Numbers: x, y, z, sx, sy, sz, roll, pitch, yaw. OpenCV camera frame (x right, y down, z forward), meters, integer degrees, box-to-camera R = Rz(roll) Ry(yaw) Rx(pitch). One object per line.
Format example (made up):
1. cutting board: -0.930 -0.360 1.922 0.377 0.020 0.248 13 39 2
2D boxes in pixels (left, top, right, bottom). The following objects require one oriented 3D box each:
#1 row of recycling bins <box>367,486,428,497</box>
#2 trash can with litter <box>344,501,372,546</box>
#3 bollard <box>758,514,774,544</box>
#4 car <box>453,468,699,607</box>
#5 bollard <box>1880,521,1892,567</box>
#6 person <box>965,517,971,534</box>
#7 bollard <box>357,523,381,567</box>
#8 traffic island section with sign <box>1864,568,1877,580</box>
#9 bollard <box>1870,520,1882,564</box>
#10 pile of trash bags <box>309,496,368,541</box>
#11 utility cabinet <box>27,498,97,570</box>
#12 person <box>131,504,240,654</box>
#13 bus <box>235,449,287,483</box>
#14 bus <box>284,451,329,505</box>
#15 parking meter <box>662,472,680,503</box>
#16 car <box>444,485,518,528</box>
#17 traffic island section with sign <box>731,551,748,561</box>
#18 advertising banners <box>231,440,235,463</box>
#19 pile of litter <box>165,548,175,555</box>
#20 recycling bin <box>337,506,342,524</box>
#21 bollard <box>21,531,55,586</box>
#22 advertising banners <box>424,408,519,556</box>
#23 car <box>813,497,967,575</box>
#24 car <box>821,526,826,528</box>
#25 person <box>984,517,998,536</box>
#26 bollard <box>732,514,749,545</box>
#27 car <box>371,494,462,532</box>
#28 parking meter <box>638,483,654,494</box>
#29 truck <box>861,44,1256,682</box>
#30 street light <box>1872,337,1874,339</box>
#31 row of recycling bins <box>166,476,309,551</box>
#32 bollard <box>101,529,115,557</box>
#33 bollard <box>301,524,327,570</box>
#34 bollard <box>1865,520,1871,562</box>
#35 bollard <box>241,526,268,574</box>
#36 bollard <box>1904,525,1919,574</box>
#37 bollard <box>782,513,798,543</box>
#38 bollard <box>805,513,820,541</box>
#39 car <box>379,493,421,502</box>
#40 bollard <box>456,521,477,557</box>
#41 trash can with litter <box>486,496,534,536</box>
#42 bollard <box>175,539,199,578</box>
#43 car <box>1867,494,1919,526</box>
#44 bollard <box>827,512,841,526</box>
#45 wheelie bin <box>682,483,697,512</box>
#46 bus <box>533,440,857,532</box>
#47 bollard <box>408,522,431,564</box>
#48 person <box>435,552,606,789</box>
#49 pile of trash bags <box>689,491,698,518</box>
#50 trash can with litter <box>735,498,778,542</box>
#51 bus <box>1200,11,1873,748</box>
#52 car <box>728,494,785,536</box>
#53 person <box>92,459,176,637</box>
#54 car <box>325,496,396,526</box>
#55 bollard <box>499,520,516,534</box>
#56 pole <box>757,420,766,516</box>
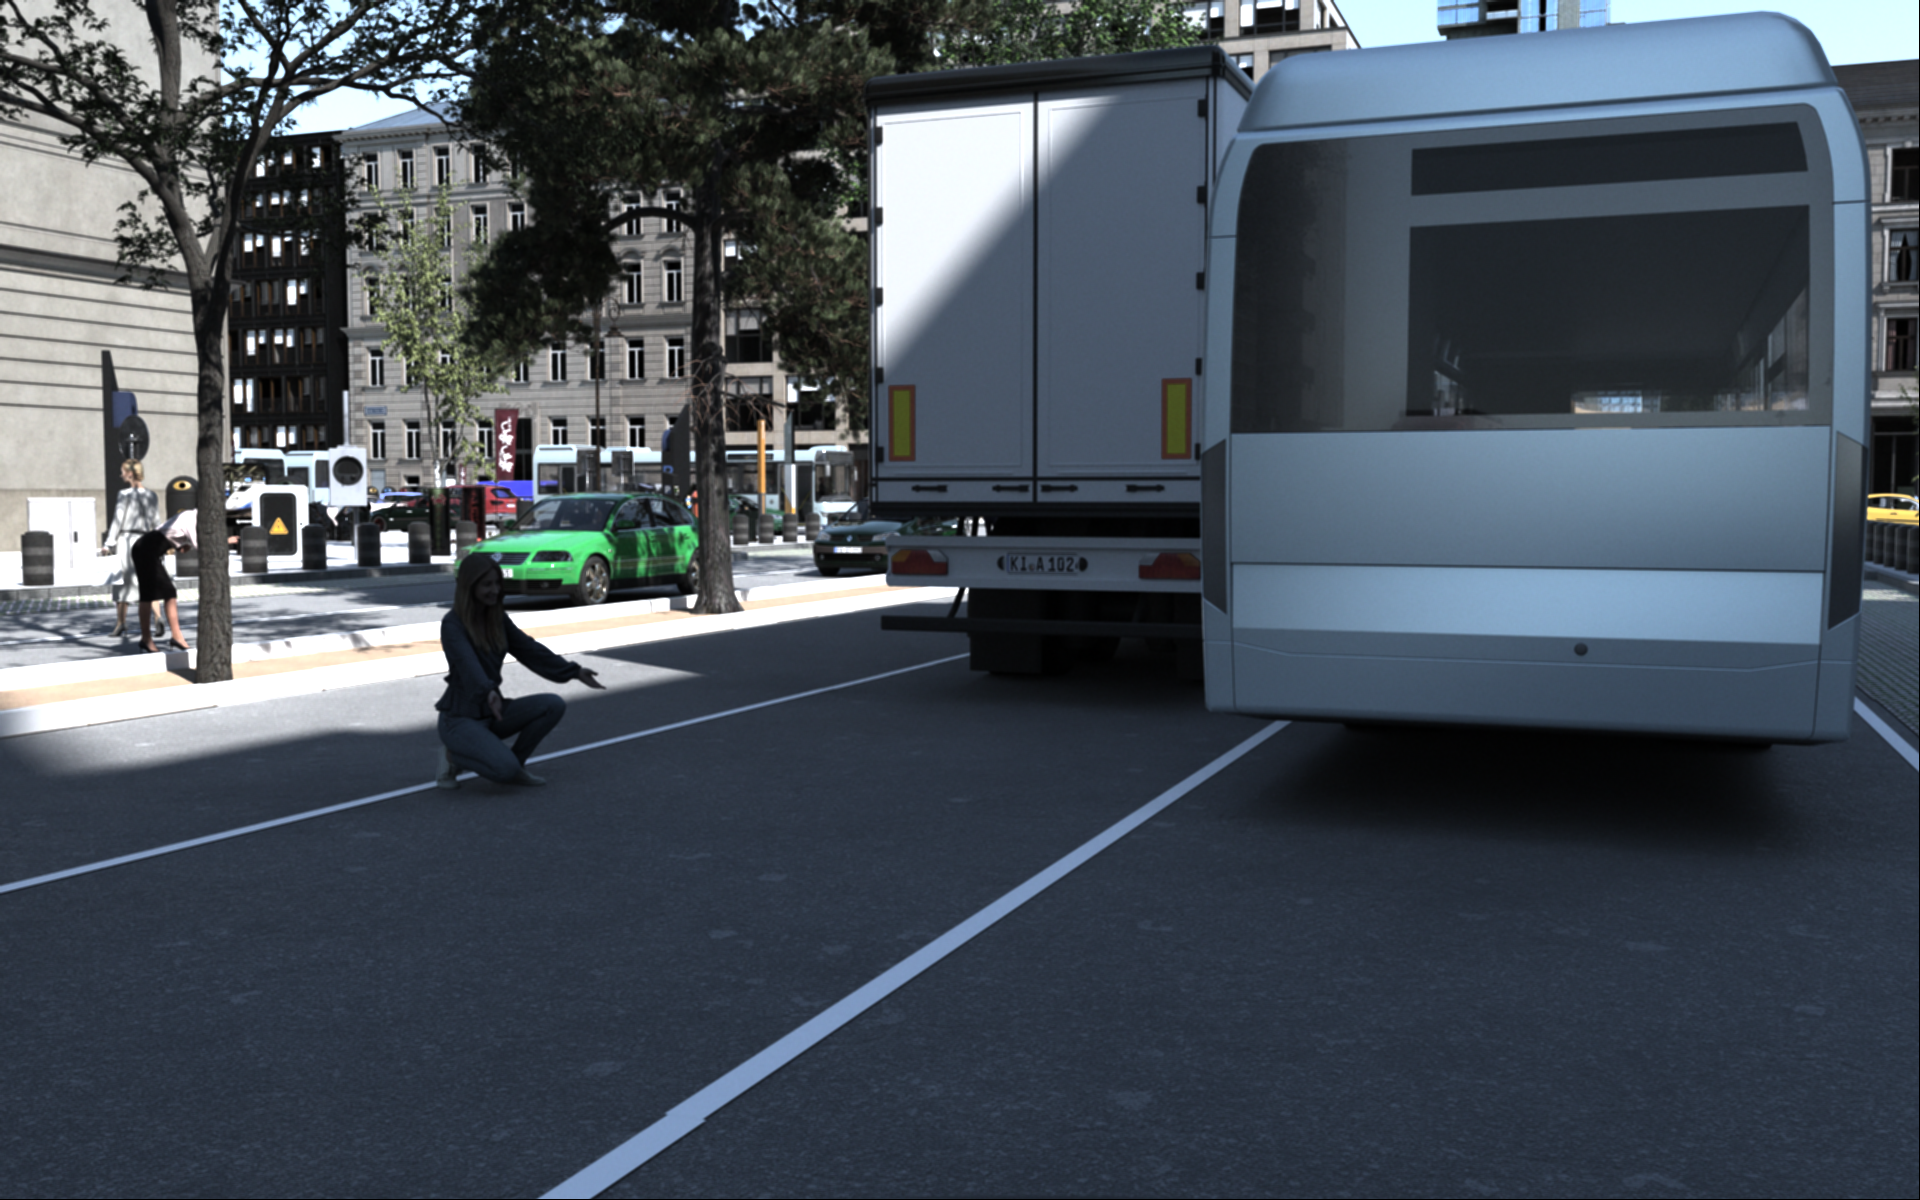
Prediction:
1. row of recycling bins: -30.072 -5.223 92.511 3.534 1.692 1.069 0 4 -6
2. trash can with litter: -14.975 -1.947 43.217 0.624 1.170 1.055 -1 4 -11
3. bollard: -5.007 -1.834 44.699 0.404 0.777 0.398 0 3 0
4. car: -4.900 -0.881 23.206 1.959 1.807 4.718 1 4 19
5. bollard: 16.479 -0.962 30.452 0.404 0.777 0.398 0 3 0
6. person: 0.196 -3.244 61.729 0.526 1.800 0.537 -1 4 -21
7. bollard: -10.450 -0.973 30.621 0.404 0.777 0.398 0 3 0
8. traffic island section with sign: 14.538 -1.292 29.746 1.989 1.847 2.006 1 4 21
9. bollard: 16.973 -1.041 31.734 0.404 0.777 0.398 0 3 0
10. pile of trash bags: -17.201 -2.352 48.201 1.912 1.369 3.447 0 4 -2
11. utility cabinet: -15.297 -1.123 29.516 1.020 1.237 0.306 -2 4 -31
12. person: -7.008 -0.239 15.589 0.628 1.438 0.799 2 4 29
13. bus: -34.624 -4.815 73.585 13.247 3.499 2.948 1 4 23
14. bus: -33.133 -5.038 77.231 13.247 3.499 2.948 1 4 22
15. parking meter: -7.539 -2.416 45.206 0.399 1.863 0.255 2 4 27
16. car: -20.533 -3.815 71.041 5.304 1.827 2.281 1 4 22
17. traffic island section with sign: -5.709 -1.774 37.628 1.989 1.847 2.006 1 4 21
18. advertising banners: -22.974 -3.639 55.689 2.074 3.025 0.090 2 4 32
19. pile of litter: -16.387 -1.374 36.438 1.176 0.858 1.719 -3 5 -43
20. recycling bin: -19.059 -2.562 54.442 0.722 1.027 0.722 1 4 22
21. bollard: -12.912 -0.583 24.247 0.404 0.777 0.398 0 3 0
22. advertising banners: -10.023 -2.410 35.588 2.074 3.025 0.090 1 4 9
23. car: -1.202 -1.322 31.405 2.009 1.686 4.222 1 4 20
24. car: -6.405 -3.536 67.404 3.694 1.707 1.945 1 4 21
25. person: 0.736 -2.087 43.331 0.576 1.737 0.504 2 4 35
26. bollard: -5.501 -1.756 43.420 0.404 0.777 0.398 0 3 0
27. car: -19.589 -3.254 62.991 4.222 1.686 2.009 1 4 21
28. parking meter: -7.353 -1.969 40.609 0.372 1.533 0.369 0 3 0
29. truck: 2.520 -1.686 16.473 2.839 4.237 11.283 1 4 21
30. street light: 20.804 -4.123 40.198 0.468 5.910 1.993 1 4 21
31. row of recycling bins: -16.430 -1.975 39.406 3.534 1.692 1.069 1 4 13
32. bollard: -12.420 -0.661 25.521 0.404 0.777 0.398 0 3 0
33. bollard: -10.943 -0.894 29.340 0.404 0.777 0.398 0 3 0
34. bollard: 17.465 -1.119 33.007 0.404 0.777 0.398 0 3 0
35. bollard: -11.437 -0.817 28.068 0.404 0.777 0.398 0 3 0
36. bollard: 15.981 -0.884 29.174 0.404 0.777 0.398 0 3 0
37. bollard: -4.513 -1.912 45.971 0.404 0.777 0.398 0 3 0
38. bollard: -4.019 -1.990 47.257 0.404 0.777 0.398 0 3 0
39. car: -24.743 -4.206 78.360 3.694 1.707 1.945 1 4 20
40. bollard: -9.456 -1.130 33.195 0.404 0.777 0.398 0 3 0
41. trash can with litter: -13.677 -2.557 52.870 2.233 1.210 1.678 -1 4 -16
42. bollard: -11.929 -0.739 26.794 0.404 0.777 0.398 0 3 0
43. car: 32.419 -3.021 59.616 3.980 1.641 2.015 1 4 20
44. bollard: -3.524 -2.068 48.529 0.404 0.777 0.398 0 3 0
45. wheelie bin: -7.520 -2.524 49.182 0.693 1.594 0.980 0 4 -1
46. bus: -9.425 -4.201 63.553 13.247 3.499 2.948 1 4 23
47. bollard: -9.956 -1.051 31.894 0.404 0.777 0.398 0 3 0
48. person: -2.175 0.337 8.488 0.738 1.151 1.012 2 4 30
49. pile of trash bags: -7.803 -2.061 43.447 3.447 1.369 1.912 -2 4 -30
50. trash can with litter: -5.452 -2.134 46.279 1.055 1.170 0.624 -1 4 -23
51. bus: 4.663 -1.116 13.102 2.948 3.499 13.247 1 4 22
52. car: -7.991 -2.956 60.122 4.920 1.459 2.131 1 4 21
53. person: -8.244 -0.516 17.291 0.624 1.780 0.694 3 5 40
54. car: -24.416 -3.499 69.567 4.827 1.381 2.083 1 4 21
55. bollard: -8.959 -1.208 34.468 0.404 0.777 0.398 0 3 0
56. pole: -5.474 -3.299 47.774 0.158 3.312 0.155 0 3 0
